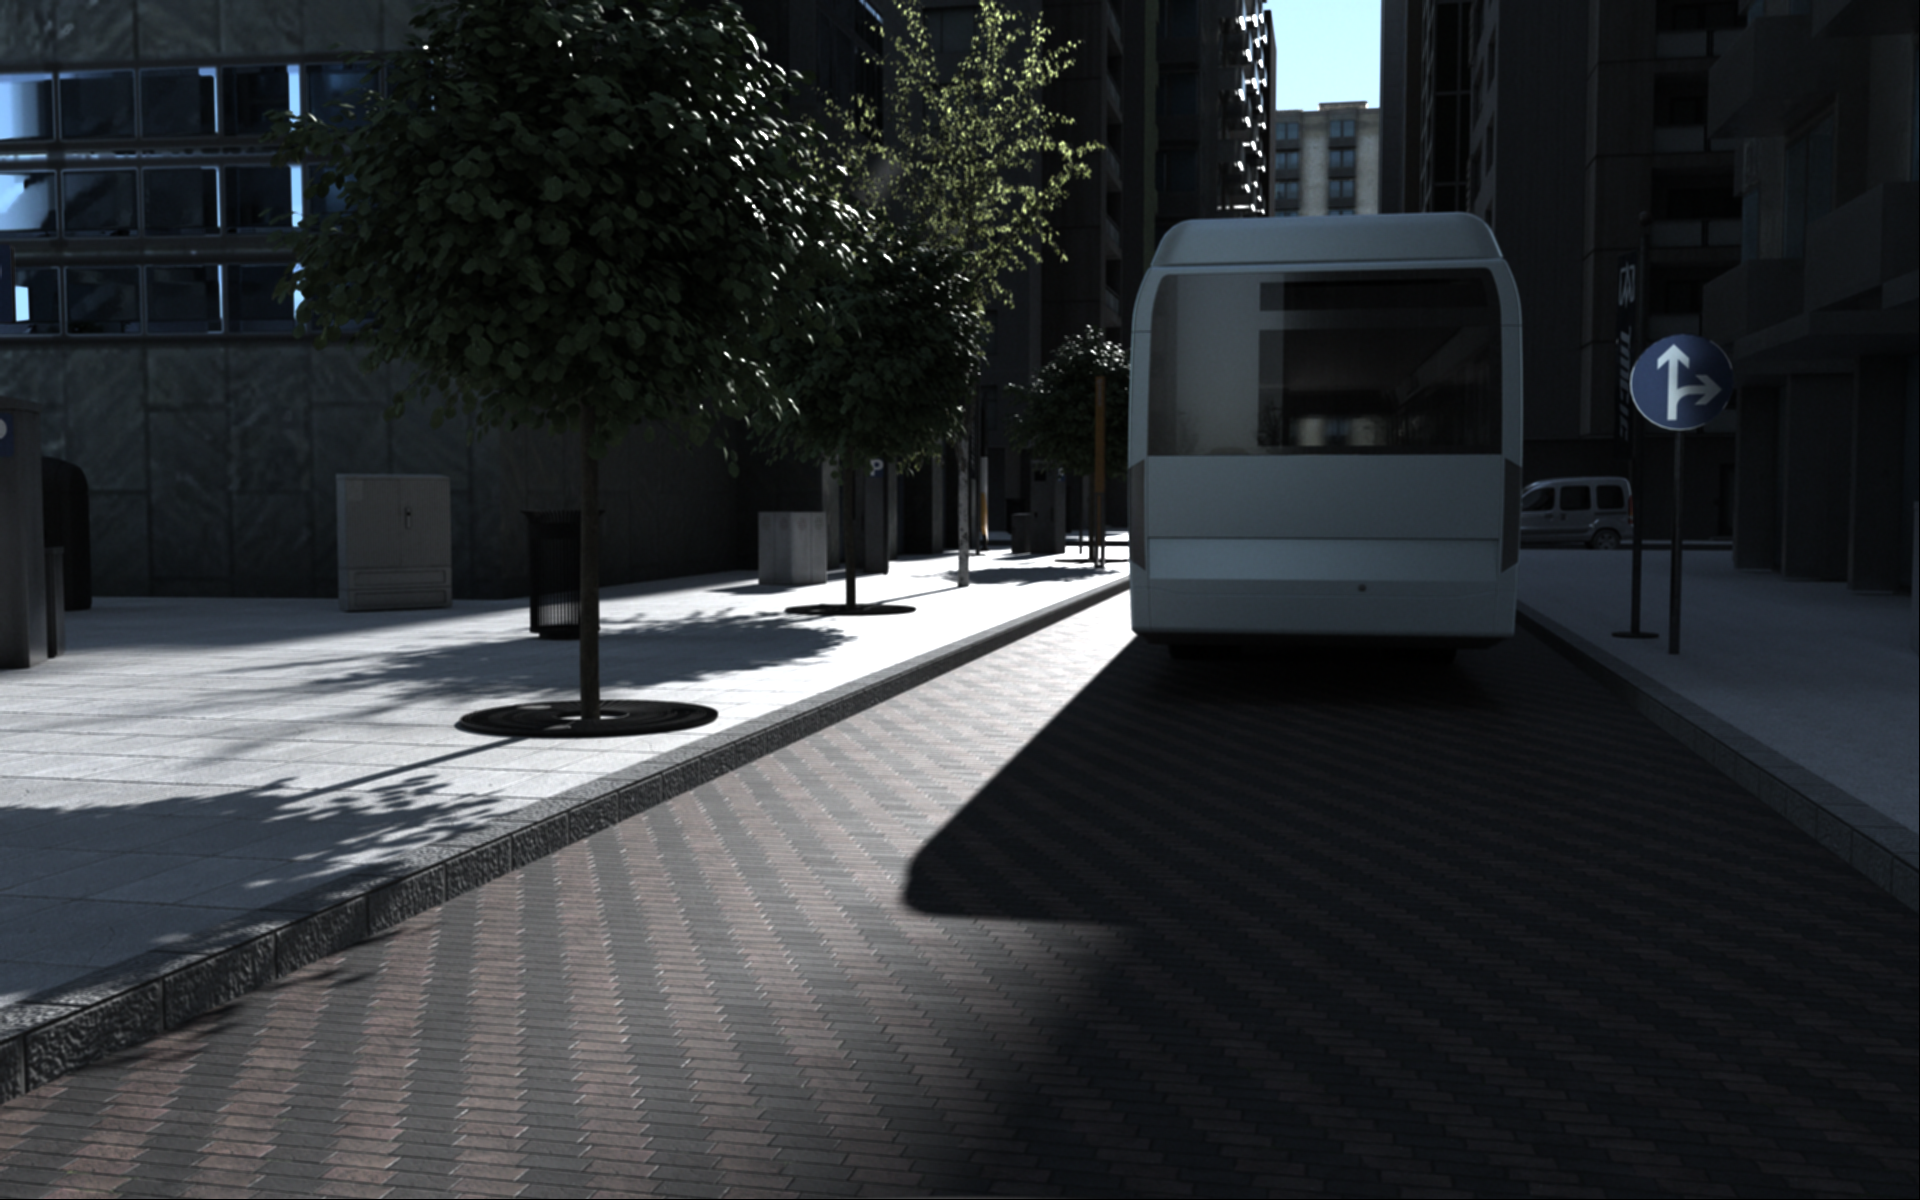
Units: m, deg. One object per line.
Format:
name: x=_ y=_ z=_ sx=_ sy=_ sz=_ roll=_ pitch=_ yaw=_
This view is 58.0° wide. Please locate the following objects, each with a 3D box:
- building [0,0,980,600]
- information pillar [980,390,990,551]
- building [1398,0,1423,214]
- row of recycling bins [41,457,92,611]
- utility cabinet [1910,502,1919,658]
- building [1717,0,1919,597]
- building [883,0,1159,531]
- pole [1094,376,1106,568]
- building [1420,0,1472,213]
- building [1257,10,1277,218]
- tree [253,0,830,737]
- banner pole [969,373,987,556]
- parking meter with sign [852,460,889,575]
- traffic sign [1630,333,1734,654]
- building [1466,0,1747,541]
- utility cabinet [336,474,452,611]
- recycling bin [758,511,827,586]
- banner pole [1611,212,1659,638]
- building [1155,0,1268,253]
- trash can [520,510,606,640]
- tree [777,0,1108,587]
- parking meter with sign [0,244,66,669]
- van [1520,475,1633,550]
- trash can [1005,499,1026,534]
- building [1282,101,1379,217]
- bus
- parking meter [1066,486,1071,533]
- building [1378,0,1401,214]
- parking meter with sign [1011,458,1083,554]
building: x=-17.042 y=-43.955 z=31.332 sx=31.000 sy=86.520 sz=22.319 roll=1 pitch=4 yaw=12
information pillar: x=0.549 y=-2.909 z=38.915 sx=0.183 sy=3.616 sz=0.504 roll=1 pitch=4 yaw=10
building: x=39.858 y=-29.263 z=128.568 sx=14.600 sy=45.320 sz=14.200 roll=1 pitch=4 yaw=12
row of recycling bins: x=-10.577 y=-0.660 z=17.907 sx=1.069 sy=1.692 sz=3.534 roll=1 pitch=4 yaw=22
utility cabinet: x=7.864 y=-0.169 z=13.929 sx=0.306 sy=1.237 sz=1.020 roll=2 pitch=4 yaw=25
building: x=21.355 y=-24.313 z=17.125 sx=23.786 sy=49.044 sz=30.456 roll=1 pitch=4 yaw=12
building: x=-0.287 y=-23.306 z=64.652 sx=14.154 sy=41.232 sz=14.086 roll=1 pitch=4 yaw=12
pole: x=2.432 y=-2.215 z=30.055 sx=0.158 sy=3.312 sz=0.155 roll=0 pitch=3 yaw=0
building: x=37.298 y=-40.881 z=106.655 sx=20.563 sy=71.187 sz=20.611 roll=1 pitch=4 yaw=12
building: x=21.801 y=-31.195 z=160.140 sx=14.600 sy=45.320 sz=14.200 roll=1 pitch=4 yaw=12
tree: x=-2.027 y=-1.587 z=9.653 sx=4.285 sy=4.588 sz=4.351 roll=0 pitch=3 yaw=0
banner pole: x=0.306 y=-2.796 z=35.729 sx=0.401 sy=3.779 sz=0.863 roll=1 pitch=4 yaw=16
parking meter with sign: x=-1.424 y=-1.960 z=28.313 sx=0.543 sy=3.016 sz=1.738 roll=-1 pitch=4 yaw=-17
traffic sign: x=5.735 y=-0.839 z=13.830 sx=0.768 sy=2.556 sz=0.104 roll=1 pitch=4 yaw=18
building: x=22.993 y=-22.513 z=51.683 sx=14.086 sy=41.232 sz=14.154 roll=1 pitch=4 yaw=12
utility cabinet: x=-6.242 y=-0.640 z=19.146 sx=1.173 sy=1.500 sz=0.318 roll=-3 pitch=5 yaw=-40
recycling bin: x=-2.392 y=-0.745 z=24.735 sx=0.722 sy=1.027 sz=0.722 roll=3 pitch=4 yaw=38
banner pole: x=6.075 y=-1.570 z=15.695 sx=0.401 sy=3.779 sz=0.863 roll=0 pitch=4 yaw=0
building: x=12.857 y=-31.750 z=138.726 sx=23.786 sy=49.044 sz=30.456 roll=1 pitch=4 yaw=12
trash can: x=-3.526 y=-0.231 z=15.429 sx=0.748 sy=1.137 sz=0.748 roll=0 pitch=3 yaw=0
tree: x=-0.190 y=-4.491 z=23.787 sx=4.360 sy=8.622 sz=3.978 roll=0 pitch=3 yaw=0
parking meter with sign: x=-7.116 y=-1.019 z=12.914 sx=0.543 sy=3.016 sz=1.738 roll=-1 pitch=4 yaw=-16
van: x=14.036 y=-2.120 z=41.678 sx=4.112 sy=2.044 sz=2.013 roll=1 pitch=4 yaw=13
trash can: x=1.781 y=-2.684 z=55.533 sx=0.748 sy=1.137 sz=0.748 roll=0 pitch=3 yaw=0
building: x=46.927 y=-36.366 z=214.198 sx=30.456 sy=49.044 sz=23.786 roll=1 pitch=4 yaw=12
bus: x=3.599 y=-1.414 z=17.983 sx=2.948 sy=3.499 sz=13.247 roll=1 pitch=4 yaw=10
parking meter: x=3.456 y=-2.950 z=56.638 sx=0.372 sy=1.533 sz=0.369 roll=0 pitch=3 yaw=0
building: x=53.384 y=-38.813 z=176.583 sx=21.231 sy=58.520 sz=28.212 roll=1 pitch=4 yaw=12
parking meter with sign: x=1.901 y=-2.510 z=37.301 sx=1.738 sy=3.016 sz=0.543 roll=2 pitch=4 yaw=35
